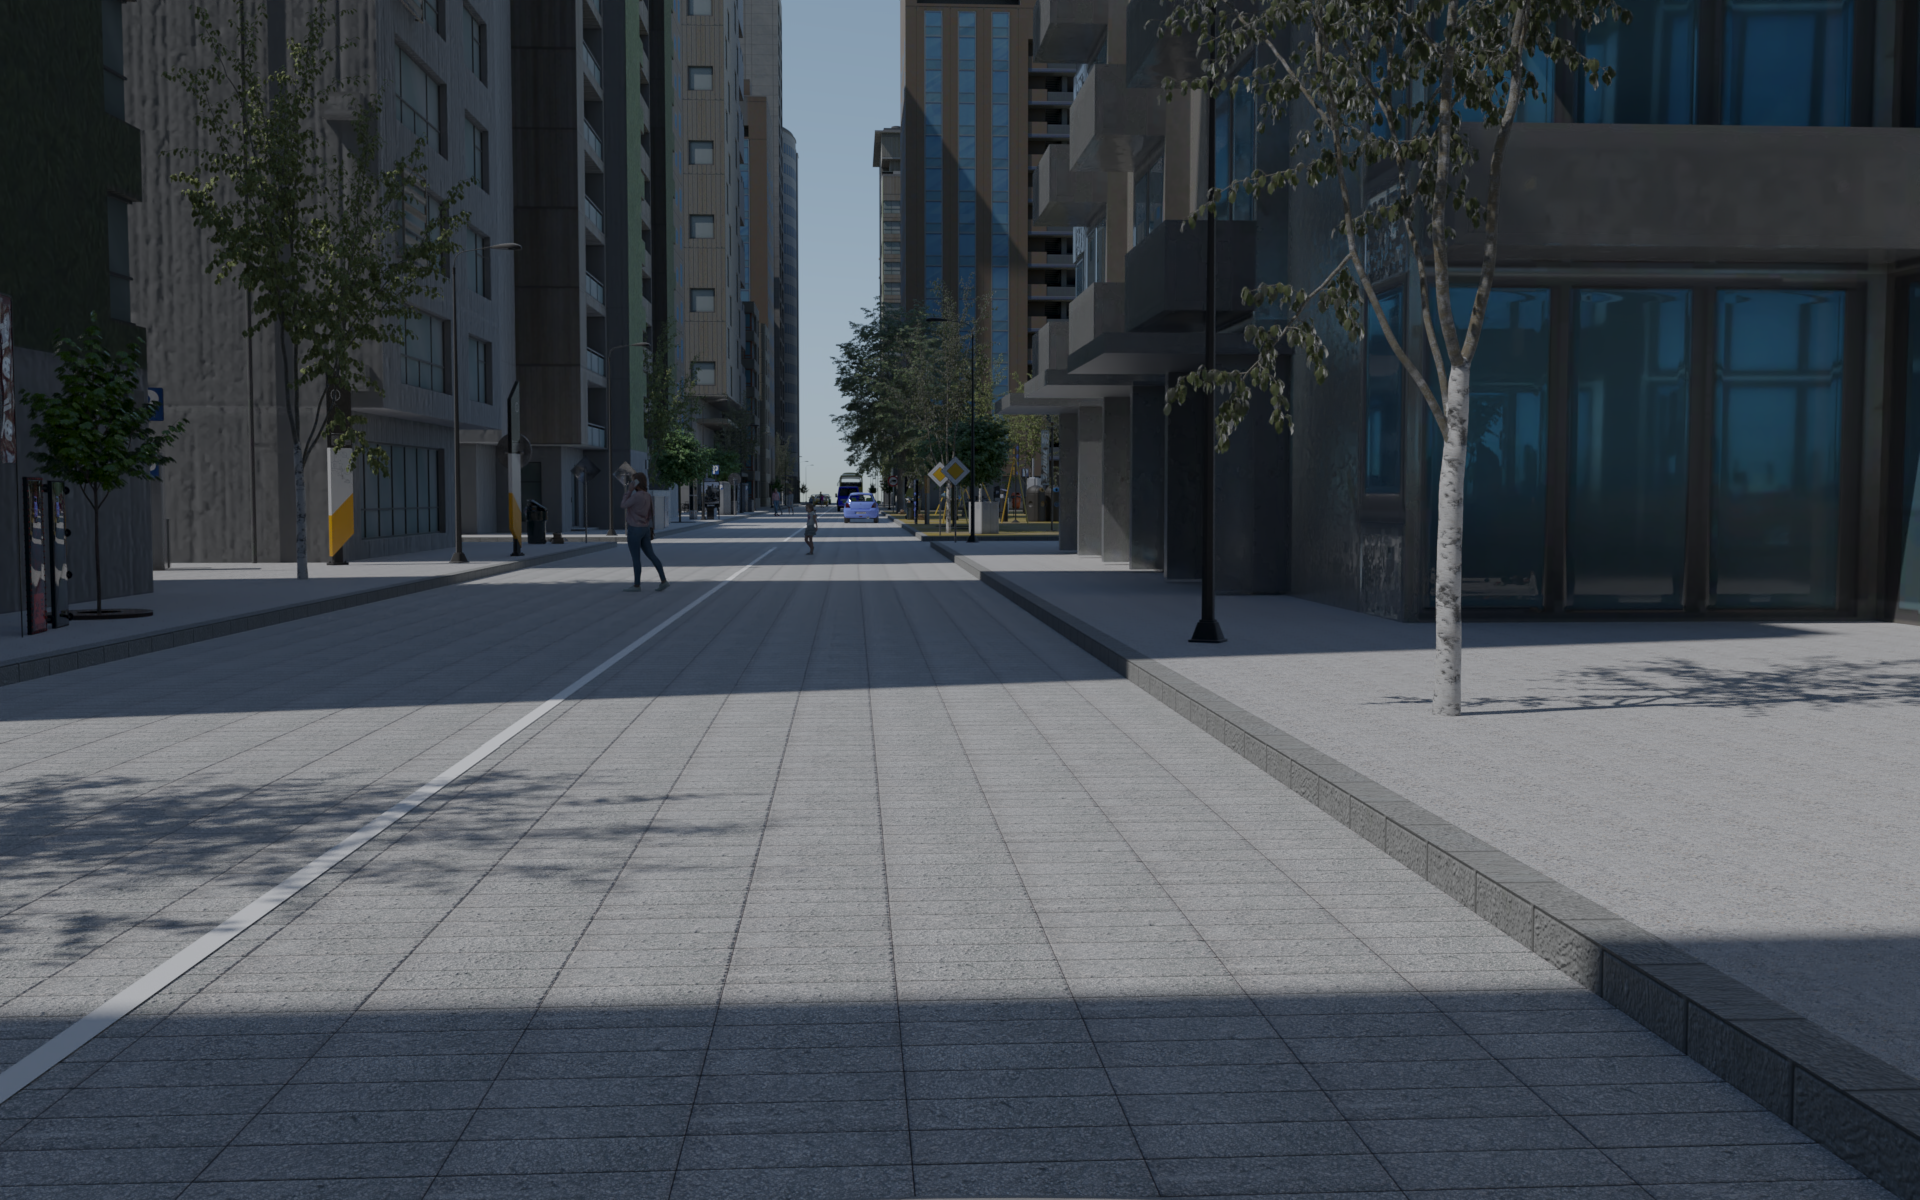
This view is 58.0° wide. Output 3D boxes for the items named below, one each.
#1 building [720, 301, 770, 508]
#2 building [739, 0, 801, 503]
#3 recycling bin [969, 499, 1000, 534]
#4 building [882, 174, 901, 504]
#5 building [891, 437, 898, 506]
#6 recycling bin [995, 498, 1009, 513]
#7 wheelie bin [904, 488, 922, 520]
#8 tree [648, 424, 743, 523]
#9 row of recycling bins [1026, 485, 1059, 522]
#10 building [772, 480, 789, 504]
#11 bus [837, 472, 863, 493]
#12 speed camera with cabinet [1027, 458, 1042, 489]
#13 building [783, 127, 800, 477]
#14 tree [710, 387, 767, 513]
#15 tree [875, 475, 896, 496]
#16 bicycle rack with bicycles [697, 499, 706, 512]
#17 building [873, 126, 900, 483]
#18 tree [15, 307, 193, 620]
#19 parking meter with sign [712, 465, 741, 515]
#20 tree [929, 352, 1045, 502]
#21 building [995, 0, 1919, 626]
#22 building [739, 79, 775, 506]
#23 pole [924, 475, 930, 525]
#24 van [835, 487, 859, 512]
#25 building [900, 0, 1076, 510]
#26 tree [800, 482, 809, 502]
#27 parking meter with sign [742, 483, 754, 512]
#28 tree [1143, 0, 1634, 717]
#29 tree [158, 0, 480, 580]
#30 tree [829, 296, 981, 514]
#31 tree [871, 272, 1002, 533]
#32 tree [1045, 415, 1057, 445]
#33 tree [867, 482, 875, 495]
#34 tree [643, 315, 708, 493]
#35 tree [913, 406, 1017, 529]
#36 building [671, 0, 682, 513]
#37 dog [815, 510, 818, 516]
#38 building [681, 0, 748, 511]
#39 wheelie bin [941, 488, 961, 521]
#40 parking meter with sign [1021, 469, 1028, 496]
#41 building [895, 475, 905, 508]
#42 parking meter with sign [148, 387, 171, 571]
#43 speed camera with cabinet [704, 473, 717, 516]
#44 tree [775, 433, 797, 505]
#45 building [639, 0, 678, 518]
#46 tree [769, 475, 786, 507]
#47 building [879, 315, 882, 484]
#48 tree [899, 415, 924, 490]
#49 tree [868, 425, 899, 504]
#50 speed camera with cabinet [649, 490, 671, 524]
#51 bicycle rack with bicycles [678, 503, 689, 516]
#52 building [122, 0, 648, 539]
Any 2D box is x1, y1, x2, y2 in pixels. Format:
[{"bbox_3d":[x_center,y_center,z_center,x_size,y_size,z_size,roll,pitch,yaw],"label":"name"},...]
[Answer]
[{"bbox_3d":[-33.142,-19.816,169.037,27.650,21.520,28.899,0,4,-4],"label":"building"},{"bbox_3d":[-33.200,-49.354,245.193,20.563,71.187,20.611,0,4,-4],"label":"building"},{"bbox_3d":[0.769,-2.645,55.801,0.722,1.027,0.722,-2,4,-35],"label":"recycling bin"},{"bbox_3d":[-3.021,-33.048,223.932,14.154,41.232,14.086,0,4,-4],"label":"building"},{"bbox_3d":[3.983,-53.489,187.215,22.319,86.520,31.000,0,4,-4],"label":"building"},{"bbox_3d":[2.763,-6.230,114.411,0.722,1.027,0.722,2,4,26],"label":"recycling bin"},{"bbox_3d":[-2.367,-4.851,87.221,0.980,1.594,0.693,2,4,34],"label":"wheelie bin"},{"bbox_3d":[-12.724,-5.771,78.068,4.285,4.588,4.351,0,3,0],"label":"tree"},{"bbox_3d":[4.761,-4.494,80.591,3.534,1.692,1.069,-1,4,-18],"label":"row of recycling bins"},{"bbox_3d":[-38.520,-32.484,222.987,32.217,40.220,23.993,0,4,-4],"label":"building"},{"bbox_3d":[-12.394,-12.512,196.124,2.896,3.916,12.252,0,4,-5],"label":"bus"},{"bbox_3d":[4.714,-6.193,95.588,2.038,3.252,0.660,3,4,36],"label":"speed camera with cabinet"},{"bbox_3d":[-36.031,-44.515,269.816,21.231,58.520,28.212,0,4,-4],"label":"building"},{"bbox_3d":[-15.297,-10.330,119.264,4.360,8.622,3.978,0,3,0],"label":"tree"},{"bbox_3d":[-6.642,-10.012,158.291,1.663,3.219,1.824,0,3,0],"label":"tree"},{"bbox_3d":[-18.969,-6.606,121.397,2.852,0.926,2.925,3,5,43],"label":"bicycle rack with bicycles"},{"bbox_3d":[2.214,-40.131,245.385,28.713,52.752,27.495,0,4,-4],"label":"building"},{"bbox_3d":[-8.909,-1.439,18.122,1.663,3.219,1.824,0,3,0],"label":"tree"},{"bbox_3d":[-14.273,-6.665,105.234,0.543,3.016,1.738,2,4,33],"label":"parking meter with sign"},{"bbox_3d":[1.257,-8.465,88.762,4.737,8.622,4.395,0,3,0],"label":"tree"},{"bbox_3d":[13.139,-25.051,29.189,23.786,49.044,30.456,0,4,-4],"label":"building"},{"bbox_3d":[-27.786,-33.080,190.963,14.600,45.320,14.200,0,4,-4],"label":"building"},{"bbox_3d":[-1.388,-4.830,72.815,0.158,3.312,0.155,0,3,0],"label":"pole"},{"bbox_3d":[-9.208,-8.479,143.021,2.240,2.365,5.245,0,4,-4],"label":"van"},{"bbox_3d":[2.236,-30.071,141.768,14.600,45.320,14.200,0,4,-4],"label":"building"},{"bbox_3d":[-23.880,-16.575,265.608,1.663,3.219,1.824,0,3,0],"label":"tree"},{"bbox_3d":[-15.440,-7.755,123.050,1.738,3.016,0.543,2,4,25],"label":"parking meter with sign"},{"bbox_3d":[2.775,-3.650,10.033,4.360,8.622,3.978,0,3,0],"label":"tree"},{"bbox_3d":[-9.659,-4.610,25.735,4.737,8.622,4.395,0,3,0],"label":"tree"},{"bbox_3d":[-3.730,-12.578,112.298,9.857,13.997,8.962,0,3,0],"label":"tree"},{"bbox_3d":[-0.528,-6.551,57.475,4.360,8.622,3.978,0,3,0],"label":"tree"},{"bbox_3d":[3.856,-9.150,99.969,4.737,8.622,4.395,0,3,0],"label":"tree"},{"bbox_3d":[-13.812,-17.115,274.437,1.663,3.219,1.824,0,3,0],"label":"tree"},{"bbox_3d":[-12.453,-7.323,70.088,4.737,8.622,4.395,0,3,0],"label":"tree"},{"bbox_3d":[-0.180,-5.180,68.404,4.285,4.588,4.351,0,3,0],"label":"tree"},{"bbox_3d":[-25.315,-28.151,110.386,14.600,45.320,14.200,0,4,-4],"label":"building"},{"bbox_3d":[-9.595,-5.758,114.337,0.550,0.427,0.748,0,4,5],"label":"dog"},{"bbox_3d":[-31.553,-33.685,139.984,28.713,52.752,27.495,0,4,-4],"label":"building"},{"bbox_3d":[-0.443,-4.660,84.101,0.980,1.594,0.693,0,4,-6],"label":"wheelie bin"},{"bbox_3d":[4.931,-7.438,117.867,0.543,3.016,1.738,-3,4,-36],"label":"parking meter with sign"},{"bbox_3d":[10.218,-28.724,161.517,32.217,40.220,23.993,0,4,-4],"label":"building"},{"bbox_3d":[-13.586,-2.010,29.122,0.543,3.016,1.738,-1,4,-20],"label":"parking meter with sign"},{"bbox_3d":[-14.453,-6.489,100.438,0.660,3.252,2.038,-1,4,-12],"label":"speed camera with cabinet"},{"bbox_3d":[-20.943,-15.520,204.111,4.360,8.622,3.978,0,3,0],"label":"tree"},{"bbox_3d":[-22.368,-19.399,88.867,14.160,30.474,14.107,0,4,-4],"label":"building"},{"bbox_3d":[-18.592,-11.179,177.370,1.663,3.219,1.824,0,3,0],"label":"tree"},{"bbox_3d":[-1.649,-37.856,273.572,22.147,44.769,28.867,0,4,-4],"label":"building"},{"bbox_3d":[-1.173,-10.534,122.593,4.737,8.622,4.395,0,3,0],"label":"tree"},{"bbox_3d":[-3.566,-10.944,129.302,4.737,8.622,4.395,0,3,0],"label":"tree"},{"bbox_3d":[-13.367,-4.875,74.041,0.660,3.252,2.038,3,5,43],"label":"speed camera with cabinet"},{"bbox_3d":[-18.072,-5.434,102.231,2.852,0.926,2.925,-2,4,-35],"label":"bicycle rack with bicycles"},{"bbox_3d":[-18.758,-22.968,59.120,14.154,41.232,14.086,0,4,-4],"label":"building"}]
